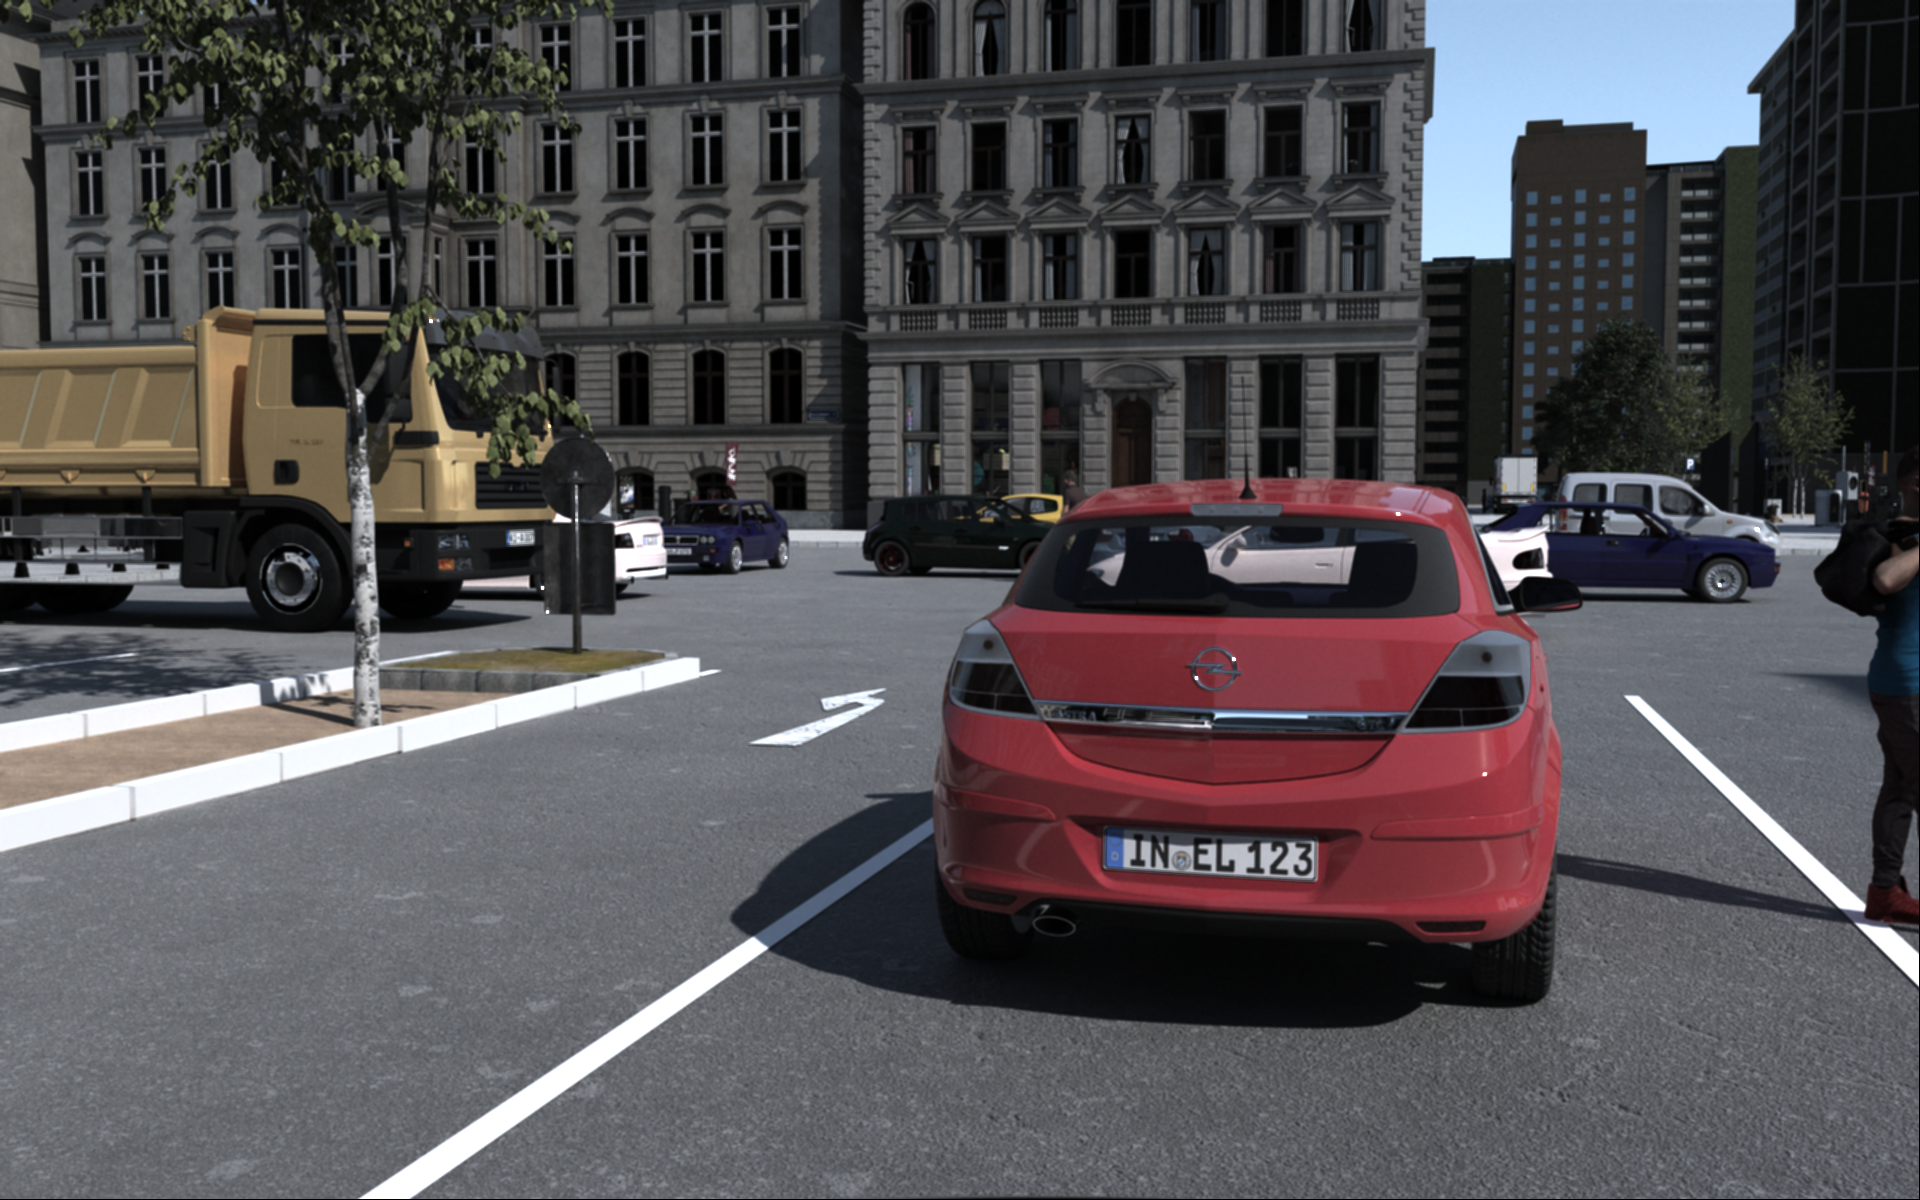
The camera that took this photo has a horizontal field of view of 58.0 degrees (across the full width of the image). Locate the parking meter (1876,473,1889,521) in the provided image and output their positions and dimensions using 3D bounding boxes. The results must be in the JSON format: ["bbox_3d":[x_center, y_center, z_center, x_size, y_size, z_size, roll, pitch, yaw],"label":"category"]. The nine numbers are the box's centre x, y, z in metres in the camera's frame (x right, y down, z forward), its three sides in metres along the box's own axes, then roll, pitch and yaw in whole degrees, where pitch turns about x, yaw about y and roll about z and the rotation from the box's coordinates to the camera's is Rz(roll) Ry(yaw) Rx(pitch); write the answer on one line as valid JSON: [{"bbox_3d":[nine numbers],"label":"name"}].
[{"bbox_3d":[25.827,-2.617,48.505,0.255,1.863,0.399,1,4,23],"label":"parking meter"}]

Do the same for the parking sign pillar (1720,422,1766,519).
[{"bbox_3d":[29.816,-4.695,65.239,1.447,3.967,1.447,0,4,0],"label":"parking sign pillar"}]

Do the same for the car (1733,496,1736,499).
[{"bbox_3d":[81.053,-10.583,183.257,2.015,1.641,3.980,1,4,14],"label":"car"}]

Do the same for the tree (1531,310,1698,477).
[{"bbox_3d":[41.130,-11.692,108.173,9.611,12.733,9.660,0,3,0],"label":"tree"}]

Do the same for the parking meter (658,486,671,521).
[{"bbox_3d":[-8.779,-2.636,51.517,0.372,1.533,0.369,0,3,0],"label":"parking meter"}]

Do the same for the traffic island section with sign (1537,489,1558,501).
[{"bbox_3d":[44.086,-7.319,128.298,1.989,1.847,2.006,1,4,15],"label":"traffic island section with sign"}]

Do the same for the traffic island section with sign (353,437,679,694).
[{"bbox_3d":[-3.230,-0.318,13.337,2.006,1.907,1.989,1,4,15],"label":"traffic island section with sign"}]

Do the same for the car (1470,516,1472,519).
[{"bbox_3d":[7.365,-1.261,32.617,4.499,1.417,2.014,1,4,14],"label":"car"}]

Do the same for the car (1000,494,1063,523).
[{"bbox_3d":[1.360,-2.018,43.222,3.980,1.641,2.015,1,4,17],"label":"car"}]

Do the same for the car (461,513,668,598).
[{"bbox_3d":[-6.490,-0.724,24.196,4.827,1.381,2.083,1,4,13],"label":"car"}]

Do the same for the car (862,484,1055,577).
[{"bbox_3d":[0.363,-1.253,30.271,4.222,1.686,2.009,1,4,17],"label":"car"}]

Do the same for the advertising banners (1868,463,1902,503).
[{"bbox_3d":[51.622,-6.134,96.480,2.074,3.025,0.090,3,4,36],"label":"advertising banners"}]

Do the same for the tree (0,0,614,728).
[{"bbox_3d":[-3.654,-3.505,10.124,4.737,8.622,4.395,0,3,0],"label":"tree"}]

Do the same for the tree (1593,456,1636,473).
[{"bbox_3d":[44.880,-8.255,118.682,4.285,4.588,4.351,0,3,0],"label":"tree"}]

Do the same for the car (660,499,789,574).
[{"bbox_3d":[-4.520,-1.203,32.252,1.945,1.354,3.894,1,4,14],"label":"car"}]

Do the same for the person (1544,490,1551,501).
[{"bbox_3d":[42.879,-7.167,126.208,0.617,1.759,0.750,-3,5,-40],"label":"person"}]

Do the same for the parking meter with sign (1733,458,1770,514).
[{"bbox_3d":[38.043,-5.339,83.552,1.738,3.016,0.543,0,4,6],"label":"parking meter with sign"}]

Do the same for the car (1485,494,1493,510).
[{"bbox_3d":[47.560,-8.679,153.900,2.014,1.417,4.499,1,4,15],"label":"car"}]

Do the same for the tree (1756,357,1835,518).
[{"bbox_3d":[45.190,-8.764,93.660,4.360,8.622,3.978,0,3,0],"label":"tree"}]

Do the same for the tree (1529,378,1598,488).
[{"bbox_3d":[56.279,-14.691,162.248,6.751,12.117,7.091,0,3,0],"label":"tree"}]

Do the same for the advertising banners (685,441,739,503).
[{"bbox_3d":[-8.181,-3.738,57.296,2.074,3.025,0.090,-3,4,-38],"label":"advertising banners"}]

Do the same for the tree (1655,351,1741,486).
[{"bbox_3d":[37.597,-8.473,88.898,4.737,8.622,4.395,0,3,0],"label":"tree"}]

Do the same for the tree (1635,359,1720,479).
[{"bbox_3d":[38.732,-8.761,93.611,4.360,8.622,3.978,0,3,0],"label":"tree"}]

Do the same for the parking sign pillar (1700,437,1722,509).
[{"bbox_3d":[32.395,-5.238,74.114,1.447,3.967,1.447,-3,4,-38],"label":"parking sign pillar"}]

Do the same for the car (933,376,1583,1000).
[{"bbox_3d":[1.245,0.152,6.553,2.155,1.783,4.494,1,4,16],"label":"car"}]

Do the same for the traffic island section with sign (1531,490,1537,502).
[{"bbox_3d":[50.985,-8.913,154.359,1.989,1.847,2.006,1,4,15],"label":"traffic island section with sign"}]

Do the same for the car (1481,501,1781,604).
[{"bbox_3d":[8.995,-0.678,23.674,3.894,1.354,1.945,1,4,13],"label":"car"}]

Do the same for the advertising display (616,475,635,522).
[{"bbox_3d":[-11.490,-3.323,59.544,0.123,1.923,0.974,1,4,20],"label":"advertising display"}]

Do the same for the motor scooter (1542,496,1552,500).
[{"bbox_3d":[46.159,-7.549,136.205,0.815,1.314,1.986,1,4,13],"label":"motor scooter"}]

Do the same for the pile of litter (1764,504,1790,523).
[{"bbox_3d":[36.826,-3.964,78.782,1.176,0.858,1.719,-1,4,-17],"label":"pile of litter"}]

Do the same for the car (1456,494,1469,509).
[{"bbox_3d":[39.356,-7.808,137.453,2.009,1.686,4.222,1,4,16],"label":"car"}]

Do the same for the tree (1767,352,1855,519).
[{"bbox_3d":[43.466,-8.477,88.968,4.737,8.622,4.395,0,3,0],"label":"tree"}]

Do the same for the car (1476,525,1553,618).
[{"bbox_3d":[3.588,-0.340,17.920,4.827,1.381,2.083,1,4,14],"label":"car"}]

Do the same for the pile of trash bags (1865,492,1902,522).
[{"bbox_3d":[47.266,-4.680,86.263,3.447,1.369,1.912,-2,4,-26],"label":"pile of trash bags"}]

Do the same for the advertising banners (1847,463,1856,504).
[{"bbox_3d":[49.337,-6.104,95.993,0.090,3.025,2.074,1,4,13],"label":"advertising banners"}]

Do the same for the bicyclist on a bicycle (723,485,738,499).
[{"bbox_3d":[-5.025,-1.663,37.212,1.625,1.676,1.499,1,4,15],"label":"bicyclist on a bicycle"}]

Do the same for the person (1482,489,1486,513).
[{"bbox_3d":[39.099,-7.392,129.329,0.705,1.831,1.348,1,4,11],"label":"person"}]

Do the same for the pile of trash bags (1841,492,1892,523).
[{"bbox_3d":[40.388,-4.158,77.739,1.912,1.369,3.447,1,4,21],"label":"pile of trash bags"}]

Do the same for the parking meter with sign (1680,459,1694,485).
[{"bbox_3d":[35.499,-5.485,85.947,0.543,3.016,1.738,-2,4,-26],"label":"parking meter with sign"}]
